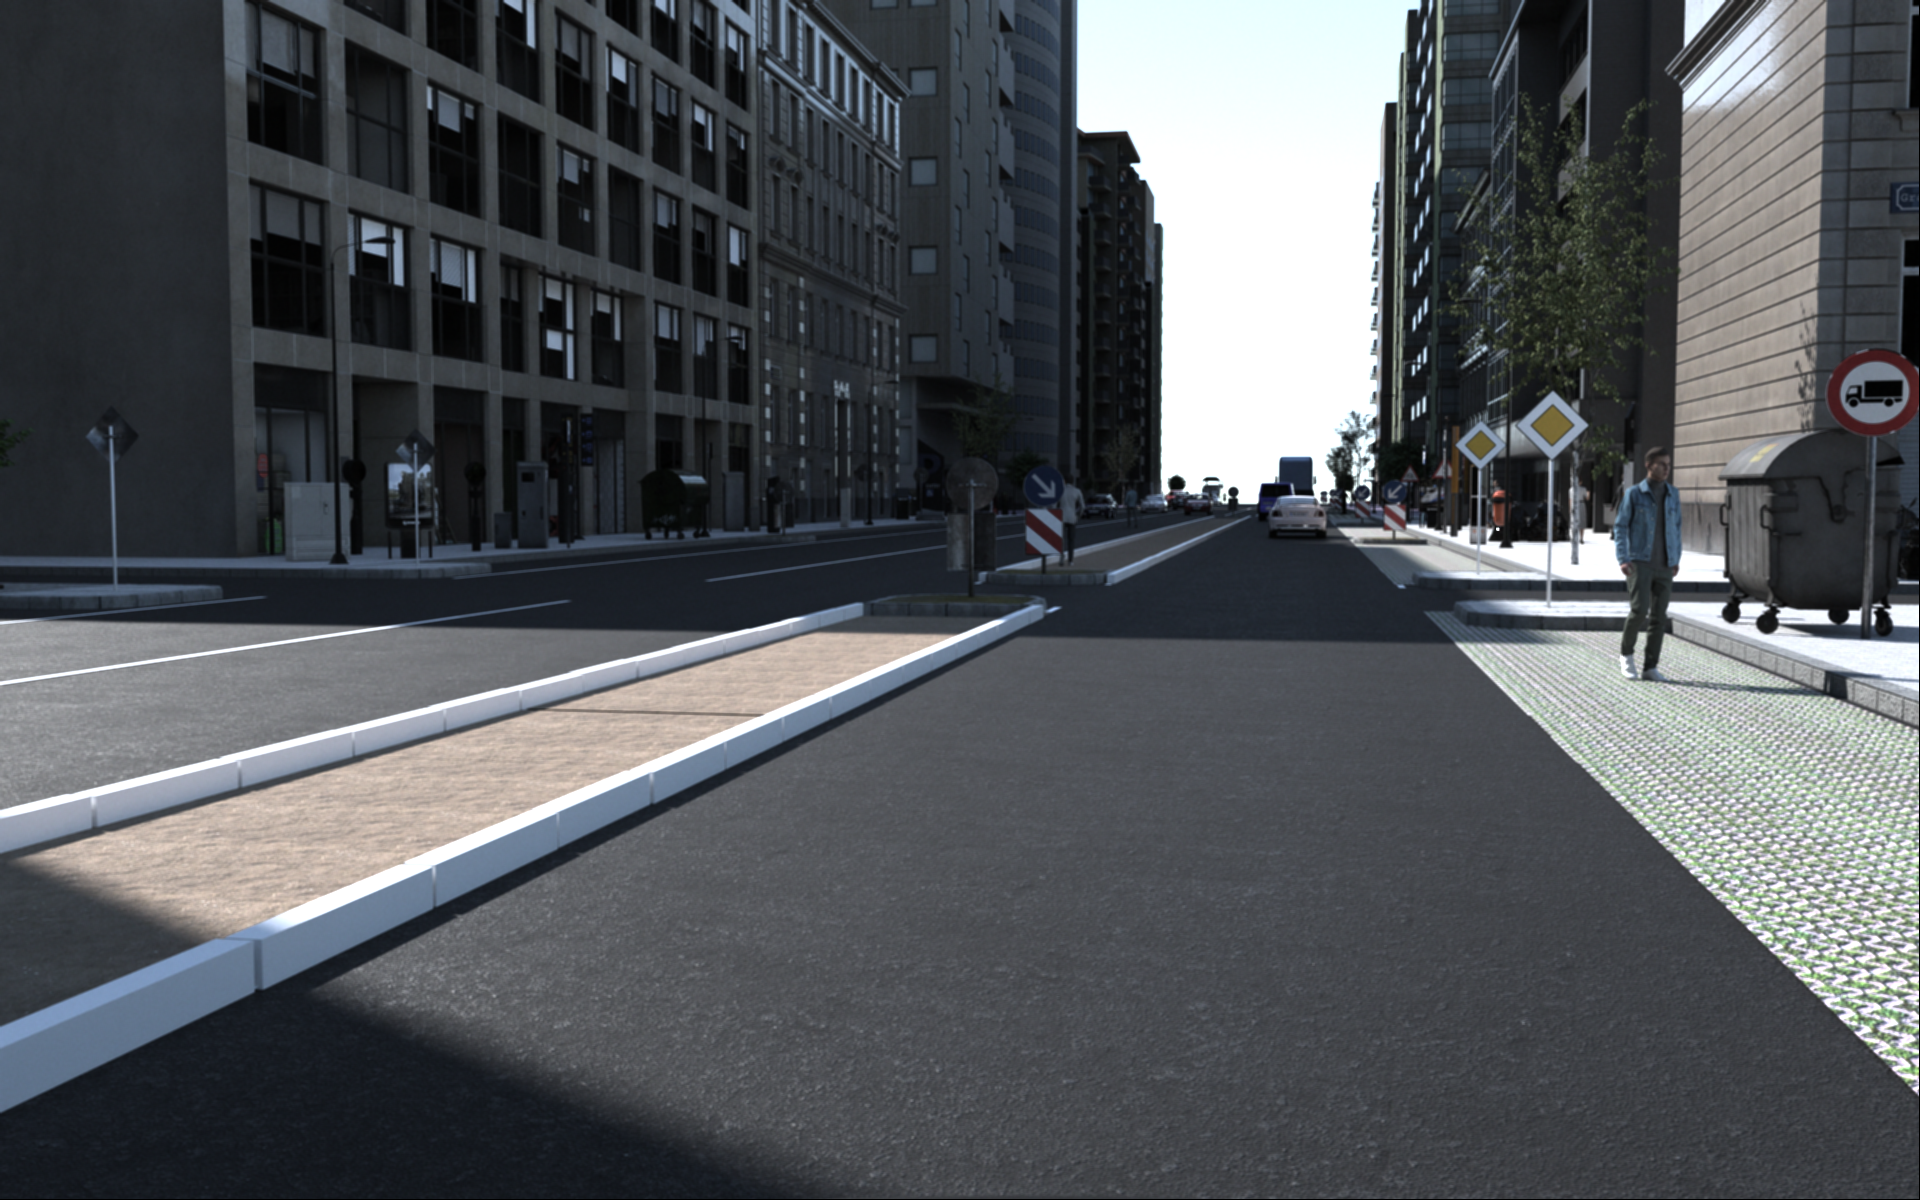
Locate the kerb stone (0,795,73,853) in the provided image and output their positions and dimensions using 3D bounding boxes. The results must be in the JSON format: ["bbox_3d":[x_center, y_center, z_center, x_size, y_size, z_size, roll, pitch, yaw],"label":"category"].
[{"bbox_3d":[-3.851,0.937,6.892,0.120,0.150,1.000,1,4,11],"label":"kerb stone"}]

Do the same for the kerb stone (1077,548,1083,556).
[{"bbox_3d":[2.641,-1.065,39.644,0.120,0.150,1.000,1,4,11],"label":"kerb stone"}]

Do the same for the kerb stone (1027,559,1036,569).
[{"bbox_3d":[1.239,-0.636,32.607,0.120,0.150,1.000,1,4,11],"label":"kerb stone"}]

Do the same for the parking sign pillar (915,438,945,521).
[{"bbox_3d":[-1.423,-5.801,83.324,1.447,3.967,1.447,1,4,10],"label":"parking sign pillar"}]

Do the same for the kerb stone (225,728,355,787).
[{"bbox_3d":[-3.445,0.813,8.899,0.120,0.150,1.000,1,4,11],"label":"kerb stone"}]

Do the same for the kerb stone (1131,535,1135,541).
[{"bbox_3d":[5.029,-1.802,51.687,0.120,0.150,1.000,1,4,11],"label":"kerb stone"}]

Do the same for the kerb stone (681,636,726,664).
[{"bbox_3d":[-2.256,0.446,14.922,0.120,0.150,1.000,1,4,11],"label":"kerb stone"}]

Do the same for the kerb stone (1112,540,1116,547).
[{"bbox_3d":[4.035,-1.495,46.671,0.120,0.150,1.000,1,4,11],"label":"kerb stone"}]

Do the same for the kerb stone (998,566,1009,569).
[{"bbox_3d":[0.655,-0.450,29.587,0.120,0.150,1.000,1,4,11],"label":"kerb stone"}]

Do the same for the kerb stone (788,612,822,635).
[{"bbox_3d":[-1.656,0.262,17.950,0.120,0.150,1.000,1,4,11],"label":"kerb stone"}]

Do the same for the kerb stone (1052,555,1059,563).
[{"bbox_3d":[1.849,-0.821,35.615,0.120,0.150,1.000,1,4,11],"label":"kerb stone"}]

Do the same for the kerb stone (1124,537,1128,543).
[{"bbox_3d":[4.631,-1.680,49.681,0.120,0.150,1.000,1,4,11],"label":"kerb stone"}]

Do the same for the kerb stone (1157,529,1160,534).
[{"bbox_3d":[6.816,-2.356,60.722,0.120,0.150,1.000,1,4,11],"label":"kerb stone"}]

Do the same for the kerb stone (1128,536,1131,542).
[{"bbox_3d":[4.830,-1.742,50.684,0.120,0.150,1.000,1,4,11],"label":"kerb stone"}]

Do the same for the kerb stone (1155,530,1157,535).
[{"bbox_3d":[6.620,-2.295,59.719,0.120,0.150,1.000,1,4,11],"label":"kerb stone"}]

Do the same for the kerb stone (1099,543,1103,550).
[{"bbox_3d":[3.436,-1.312,43.663,0.120,0.150,1.000,1,4,11],"label":"kerb stone"}]

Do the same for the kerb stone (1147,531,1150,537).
[{"bbox_3d":[6.034,-2.111,56.709,0.120,0.150,1.000,1,4,11],"label":"kerb stone"}]

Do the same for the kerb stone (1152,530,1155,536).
[{"bbox_3d":[6.422,-2.234,58.716,0.120,0.150,1.000,1,4,11],"label":"kerb stone"}]

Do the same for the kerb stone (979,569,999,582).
[{"bbox_3d":[0.458,-0.391,28.584,0.120,0.150,1.000,1,4,11],"label":"kerb stone"}]

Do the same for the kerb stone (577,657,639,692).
[{"bbox_3d":[-2.659,0.567,12.918,0.120,0.150,1.000,1,4,11],"label":"kerb stone"}]

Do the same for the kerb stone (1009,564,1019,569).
[{"bbox_3d":[0.852,-0.513,30.591,0.120,0.150,1.000,1,4,11],"label":"kerb stone"}]

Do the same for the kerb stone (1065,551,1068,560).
[{"bbox_3d":[2.241,-0.944,37.633,0.120,0.150,1.000,1,4,11],"label":"kerb stone"}]

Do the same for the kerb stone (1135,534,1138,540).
[{"bbox_3d":[5.224,-1.865,52.692,0.120,0.150,1.000,1,4,11],"label":"kerb stone"}]

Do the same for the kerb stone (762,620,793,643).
[{"bbox_3d":[-1.861,0.330,16.934,0.120,0.150,1.000,1,4,11],"label":"kerb stone"}]

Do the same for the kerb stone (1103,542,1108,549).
[{"bbox_3d":[3.633,-1.372,44.665,0.120,0.150,1.000,1,4,11],"label":"kerb stone"}]

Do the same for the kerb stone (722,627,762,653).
[{"bbox_3d":[-2.056,0.383,15.929,0.120,0.150,1.000,1,4,11],"label":"kerb stone"}]

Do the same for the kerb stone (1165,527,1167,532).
[{"bbox_3d":[7.419,-2.539,63.733,0.120,0.150,1.000,1,4,11],"label":"kerb stone"}]

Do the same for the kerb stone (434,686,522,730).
[{"bbox_3d":[-3.050,0.690,10.908,0.120,0.150,1.000,1,4,11],"label":"kerb stone"}]

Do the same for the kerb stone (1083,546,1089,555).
[{"bbox_3d":[2.845,-1.129,40.647,0.120,0.150,1.000,1,4,11],"label":"kerb stone"}]

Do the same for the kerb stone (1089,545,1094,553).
[{"bbox_3d":[3.039,-1.190,41.656,0.120,0.150,1.000,1,4,11],"label":"kerb stone"}]

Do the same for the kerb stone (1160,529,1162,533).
[{"bbox_3d":[7.017,-2.418,61.729,0.120,0.150,1.000,1,4,11],"label":"kerb stone"}]

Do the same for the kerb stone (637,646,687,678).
[{"bbox_3d":[-2.448,0.510,13.918,0.120,0.150,1.000,1,4,11],"label":"kerb stone"}]

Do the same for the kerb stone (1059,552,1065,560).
[{"bbox_3d":[2.050,-0.881,36.623,0.120,0.150,1.000,1,4,11],"label":"kerb stone"}]

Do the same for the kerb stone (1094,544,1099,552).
[{"bbox_3d":[3.244,-1.252,42.657,0.120,0.150,1.000,1,4,11],"label":"kerb stone"}]

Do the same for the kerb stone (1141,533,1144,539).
[{"bbox_3d":[5.625,-1.988,54.707,0.120,0.150,1.000,1,4,11],"label":"kerb stone"}]

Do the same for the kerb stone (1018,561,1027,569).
[{"bbox_3d":[1.047,-0.575,31.603,0.120,0.150,1.000,1,4,11],"label":"kerb stone"}]

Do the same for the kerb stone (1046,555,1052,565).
[{"bbox_3d":[1.652,-0.759,34.612,0.120,0.150,1.000,1,4,11],"label":"kerb stone"}]

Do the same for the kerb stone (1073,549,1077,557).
[{"bbox_3d":[2.440,-1.006,38.636,0.120,0.150,1.000,1,4,11],"label":"kerb stone"}]

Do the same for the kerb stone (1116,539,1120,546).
[{"bbox_3d":[4.232,-1.558,47.677,0.120,0.150,1.000,1,4,11],"label":"kerb stone"}]

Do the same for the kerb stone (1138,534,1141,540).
[{"bbox_3d":[5.428,-1.927,53.704,0.120,0.150,1.000,1,4,11],"label":"kerb stone"}]

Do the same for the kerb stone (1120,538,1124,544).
[{"bbox_3d":[4.427,-1.619,48.680,0.120,0.150,1.000,1,4,11],"label":"kerb stone"}]

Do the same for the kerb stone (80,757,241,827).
[{"bbox_3d":[-3.647,0.878,7.897,0.120,0.150,1.000,1,4,11],"label":"kerb stone"}]

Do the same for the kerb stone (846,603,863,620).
[{"bbox_3d":[-1.258,0.139,19.969,0.120,0.150,1.000,1,4,11],"label":"kerb stone"}]

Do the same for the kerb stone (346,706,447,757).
[{"bbox_3d":[-3.249,0.755,9.903,0.120,0.150,1.000,1,4,11],"label":"kerb stone"}]

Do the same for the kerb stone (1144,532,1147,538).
[{"bbox_3d":[5.839,-2.050,55.706,0.120,0.150,1.000,1,4,11],"label":"kerb stone"}]

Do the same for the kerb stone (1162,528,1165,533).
[{"bbox_3d":[7.219,-2.479,62.731,0.120,0.150,1.000,1,4,11],"label":"kerb stone"}]

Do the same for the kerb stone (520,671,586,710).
[{"bbox_3d":[-2.851,0.635,11.913,0.120,0.150,1.000,1,4,11],"label":"kerb stone"}]

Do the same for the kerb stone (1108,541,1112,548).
[{"bbox_3d":[3.836,-1.436,45.668,0.120,0.150,1.000,1,4,11],"label":"kerb stone"}]

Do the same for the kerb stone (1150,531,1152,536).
[{"bbox_3d":[6.223,-2.168,57.714,0.120,0.150,1.000,1,4,11],"label":"kerb stone"}]

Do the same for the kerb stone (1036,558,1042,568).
[{"bbox_3d":[1.441,-0.697,33.609,0.120,0.150,1.000,1,4,11],"label":"kerb stone"}]

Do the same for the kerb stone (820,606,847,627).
[{"bbox_3d":[-1.457,0.198,18.966,0.120,0.150,1.000,1,4,11],"label":"kerb stone"}]
